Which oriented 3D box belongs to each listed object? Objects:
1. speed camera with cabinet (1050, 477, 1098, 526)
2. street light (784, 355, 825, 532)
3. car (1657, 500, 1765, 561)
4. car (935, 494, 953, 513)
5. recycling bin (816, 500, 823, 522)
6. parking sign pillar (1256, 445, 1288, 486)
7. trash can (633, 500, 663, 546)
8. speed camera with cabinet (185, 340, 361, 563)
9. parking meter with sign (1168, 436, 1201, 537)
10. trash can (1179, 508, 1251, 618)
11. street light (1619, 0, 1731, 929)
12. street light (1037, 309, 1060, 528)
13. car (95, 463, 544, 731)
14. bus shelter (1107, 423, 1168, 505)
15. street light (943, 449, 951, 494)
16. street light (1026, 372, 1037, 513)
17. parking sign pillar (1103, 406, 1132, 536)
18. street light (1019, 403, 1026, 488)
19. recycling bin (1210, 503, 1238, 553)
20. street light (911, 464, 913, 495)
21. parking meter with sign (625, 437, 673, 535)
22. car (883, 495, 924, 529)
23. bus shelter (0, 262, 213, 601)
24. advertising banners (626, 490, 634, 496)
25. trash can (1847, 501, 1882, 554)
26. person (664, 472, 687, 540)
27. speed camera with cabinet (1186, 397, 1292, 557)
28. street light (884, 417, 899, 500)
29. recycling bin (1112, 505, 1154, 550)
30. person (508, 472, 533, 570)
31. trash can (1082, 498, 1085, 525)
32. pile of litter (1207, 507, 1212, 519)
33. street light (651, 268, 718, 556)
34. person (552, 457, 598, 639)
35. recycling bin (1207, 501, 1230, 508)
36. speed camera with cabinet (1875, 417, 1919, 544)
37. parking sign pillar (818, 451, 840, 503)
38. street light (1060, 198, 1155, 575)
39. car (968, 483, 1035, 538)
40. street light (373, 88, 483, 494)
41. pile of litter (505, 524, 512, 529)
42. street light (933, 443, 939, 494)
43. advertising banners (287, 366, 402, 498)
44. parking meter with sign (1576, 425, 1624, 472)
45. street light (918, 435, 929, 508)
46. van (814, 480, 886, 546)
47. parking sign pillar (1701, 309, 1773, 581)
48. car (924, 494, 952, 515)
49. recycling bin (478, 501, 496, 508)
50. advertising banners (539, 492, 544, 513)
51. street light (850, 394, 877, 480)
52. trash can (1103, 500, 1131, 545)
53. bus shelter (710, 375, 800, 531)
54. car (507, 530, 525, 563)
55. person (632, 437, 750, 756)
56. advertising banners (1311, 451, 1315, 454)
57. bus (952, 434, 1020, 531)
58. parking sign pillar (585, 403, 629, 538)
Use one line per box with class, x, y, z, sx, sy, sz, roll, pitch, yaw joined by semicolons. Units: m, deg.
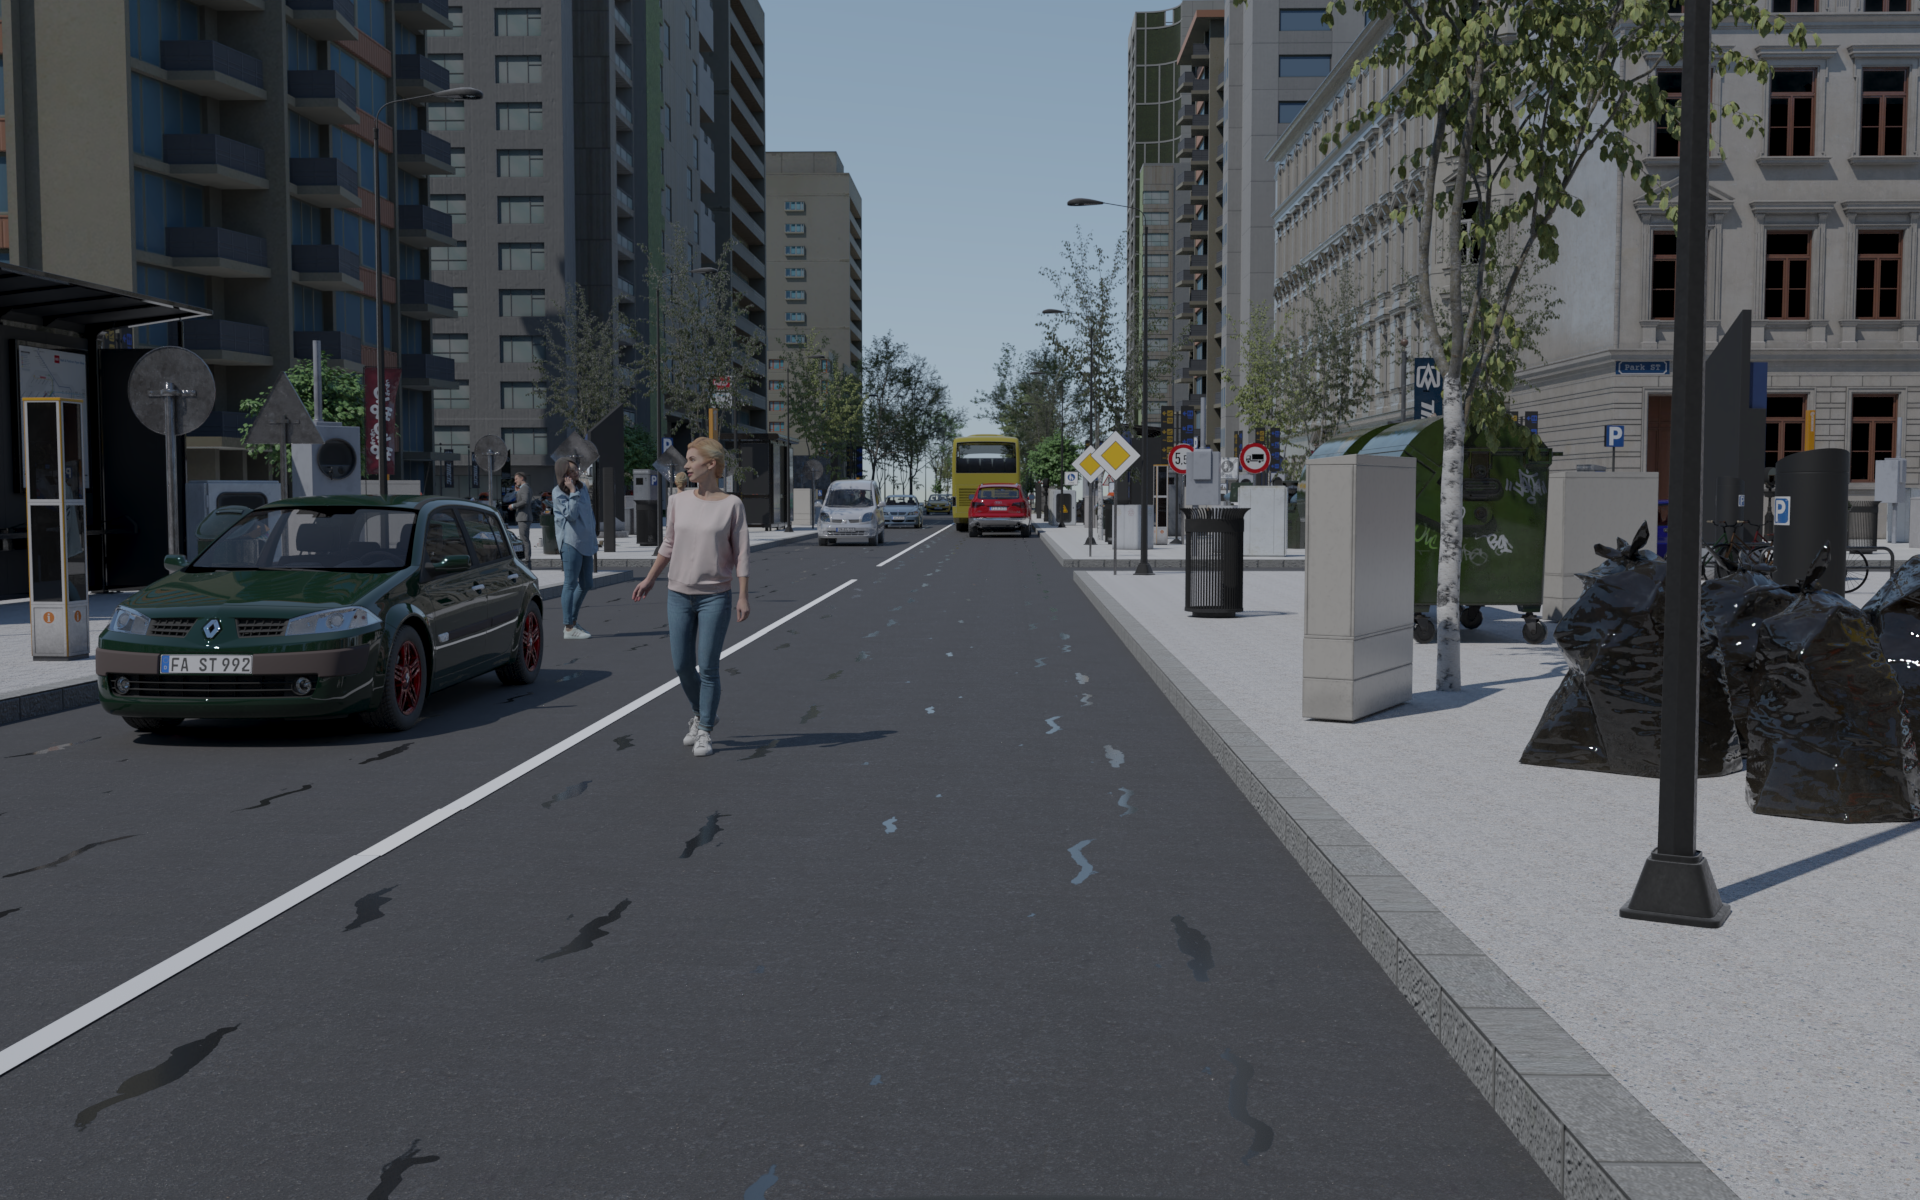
speed camera with cabinet;4.722;-4.667;70.639;2.038;3.252;0.660;-1;4;-10
street light;-5.198;-5.220;57.890;1.470;5.913;1.316;0;4;1
car;12.482;-1.169;31.690;3.894;1.354;1.945;0;4;2
car;-0.962;-7.540;135.079;2.131;1.459;4.920;0;4;2
recycling bin;-6.807;-4.140;80.241;0.722;1.027;0.722;-1;4;-22
parking sign pillar;17.625;-6.787;99.437;1.447;3.967;1.447;-2;4;-30
trash can;-7.665;-1.895;42.635;0.748;1.137;0.748;0;3;0
speed camera with cabinet;-8.613;-1.679;21.780;0.660;3.252;2.038;3;5;42
parking meter with sign;6.334;-3.426;52.279;1.738;3.016;0.543;0;4;-6
trash can;2.653;-0.393;18.071;0.748;1.137;0.748;0;3;0
street light;1.643;-1.993;5.131;1.470;5.913;1.316;0;4;1
street light;2.756;-4.344;43.570;1.470;5.913;1.316;0;4;1
car;-4.126;-0.118;11.723;2.009;1.686;4.222;0;4;3
bus shelter;6.167;-4.213;60.169;1.731;3.624;6.357;0;4;1
street light;-1.977;-12.639;179.194;1.470;5.913;1.316;0;4;1
street light;3.337;-5.702;65.765;1.470;5.913;1.316;0;4;1
parking sign pillar;5.044;-3.994;53.767;1.447;3.967;1.447;1;4;9
street light;3.866;-7.064;88.042;1.470;5.913;1.316;0;4;1
recycling bin;6.012;-1.542;37.764;0.722;1.027;0.722;-2;4;-24
street light;-3.748;-8.531;112.026;1.470;5.913;1.316;0;4;1
parking meter with sign;-9.772;-3.525;53.889;1.738;3.016;0.543;2;4;30
car;-2.501;-3.756;73.419;2.014;1.417;4.499;0;4;1
bus shelter;-10.507;-1.709;19.227;1.731;3.624;6.357;0;4;2
advertising banners;-13.021;-4.444;68.840;2.074;3.025;0.090;-1;4;-20
trash can;19.265;-1.550;37.001;0.748;1.137;0.748;0;3;0
person;-3.735;-0.931;24.395;0.598;1.740;0.731;3;5;42
speed camera with cabinet;5.698;-2.523;35.587;2.038;3.252;0.660;1;4;13
street light;-3.986;-8.062;104.348;1.470;5.913;1.316;0;4;1
recycling bin;4.006;-1.685;40.098;0.722;1.027;0.722;3;5;39
person;-8.311;-1.497;32.778;0.447;1.846;0.655;-1;4;-12
trash can;5.197;-3.491;68.731;0.748;1.137;0.748;0;3;0
pile of litter;8.144;-2.751;58.948;1.176;0.858;1.719;0;4;5
street light;-5.664;-3.862;35.692;1.470;5.913;1.316;0;4;1
person;-3.835;-0.515;17.179;0.793;1.790;0.793;-1;4;-15
recycling bin;9.031;-2.934;60.522;0.722;1.027;0.722;2;4;33
speed camera with cabinet;24.564;-3.119;45.325;0.660;3.252;2.038;3;5;45
parking sign pillar;-8.241;-7.375;109.055;1.447;3.967;1.447;-2;4;-34
street light;2.379;-3.351;27.322;1.470;5.913;1.316;0;4;1
car;1.391;-3.060;58.708;2.281;1.827;5.304;0;4;3
street light;-6.147;-2.901;19.972;1.470;5.913;1.316;0;4;1
pile of litter;-17.194;-2.993;62.908;1.719;0.858;1.176;0;4;-4
street light;-2.568;-11.282;156.999;1.470;5.913;1.316;0;4;1
advertising banners;-8.566;-1.667;23.439;2.074;3.025;0.090;-2;4;-34
parking meter with sign;16.335;-2.969;44.808;0.543;3.016;1.738;-1;4;-19
street light;-3.173;-9.889;134.221;1.470;5.913;1.316;0;4;1
van;-3.066;-2.578;49.169;2.013;2.044;4.112;0;4;1
parking sign pillar;11.553;-2.297;26.032;1.447;3.967;1.447;0;4;-5
car;-1.520;-6.835;121.975;2.015;1.641;3.980;0;4;0
recycling bin;-18.077;-3.244;65.586;0.722;1.027;0.722;2;4;31
advertising banners;-21.830;-5.942;93.335;2.074;3.025;0.090;2;4;27
street light;-4.541;-6.615;80.693;1.470;5.913;1.316;0;4;1
trash can;3.986;-1.979;44.016;0.748;1.137;0.748;0;3;0
bus shelter;-7.246;-5.094;60.911;2.179;5.291;8.768;0;4;2
car;-9.815;-1.264;30.451;4.222;1.686;2.009;0;4;3
person;-1.477;-0.030;9.664;0.731;1.740;0.598;0;4;7
advertising banners;13.532;-4.490;69.601;2.074;3.025;0.090;-1;4;-12
bus;1.063;-4.800;70.033;2.896;3.916;12.252;0;4;1
parking sign pillar;-10.499;-3.821;50.942;1.447;3.967;1.447;3;4;36
